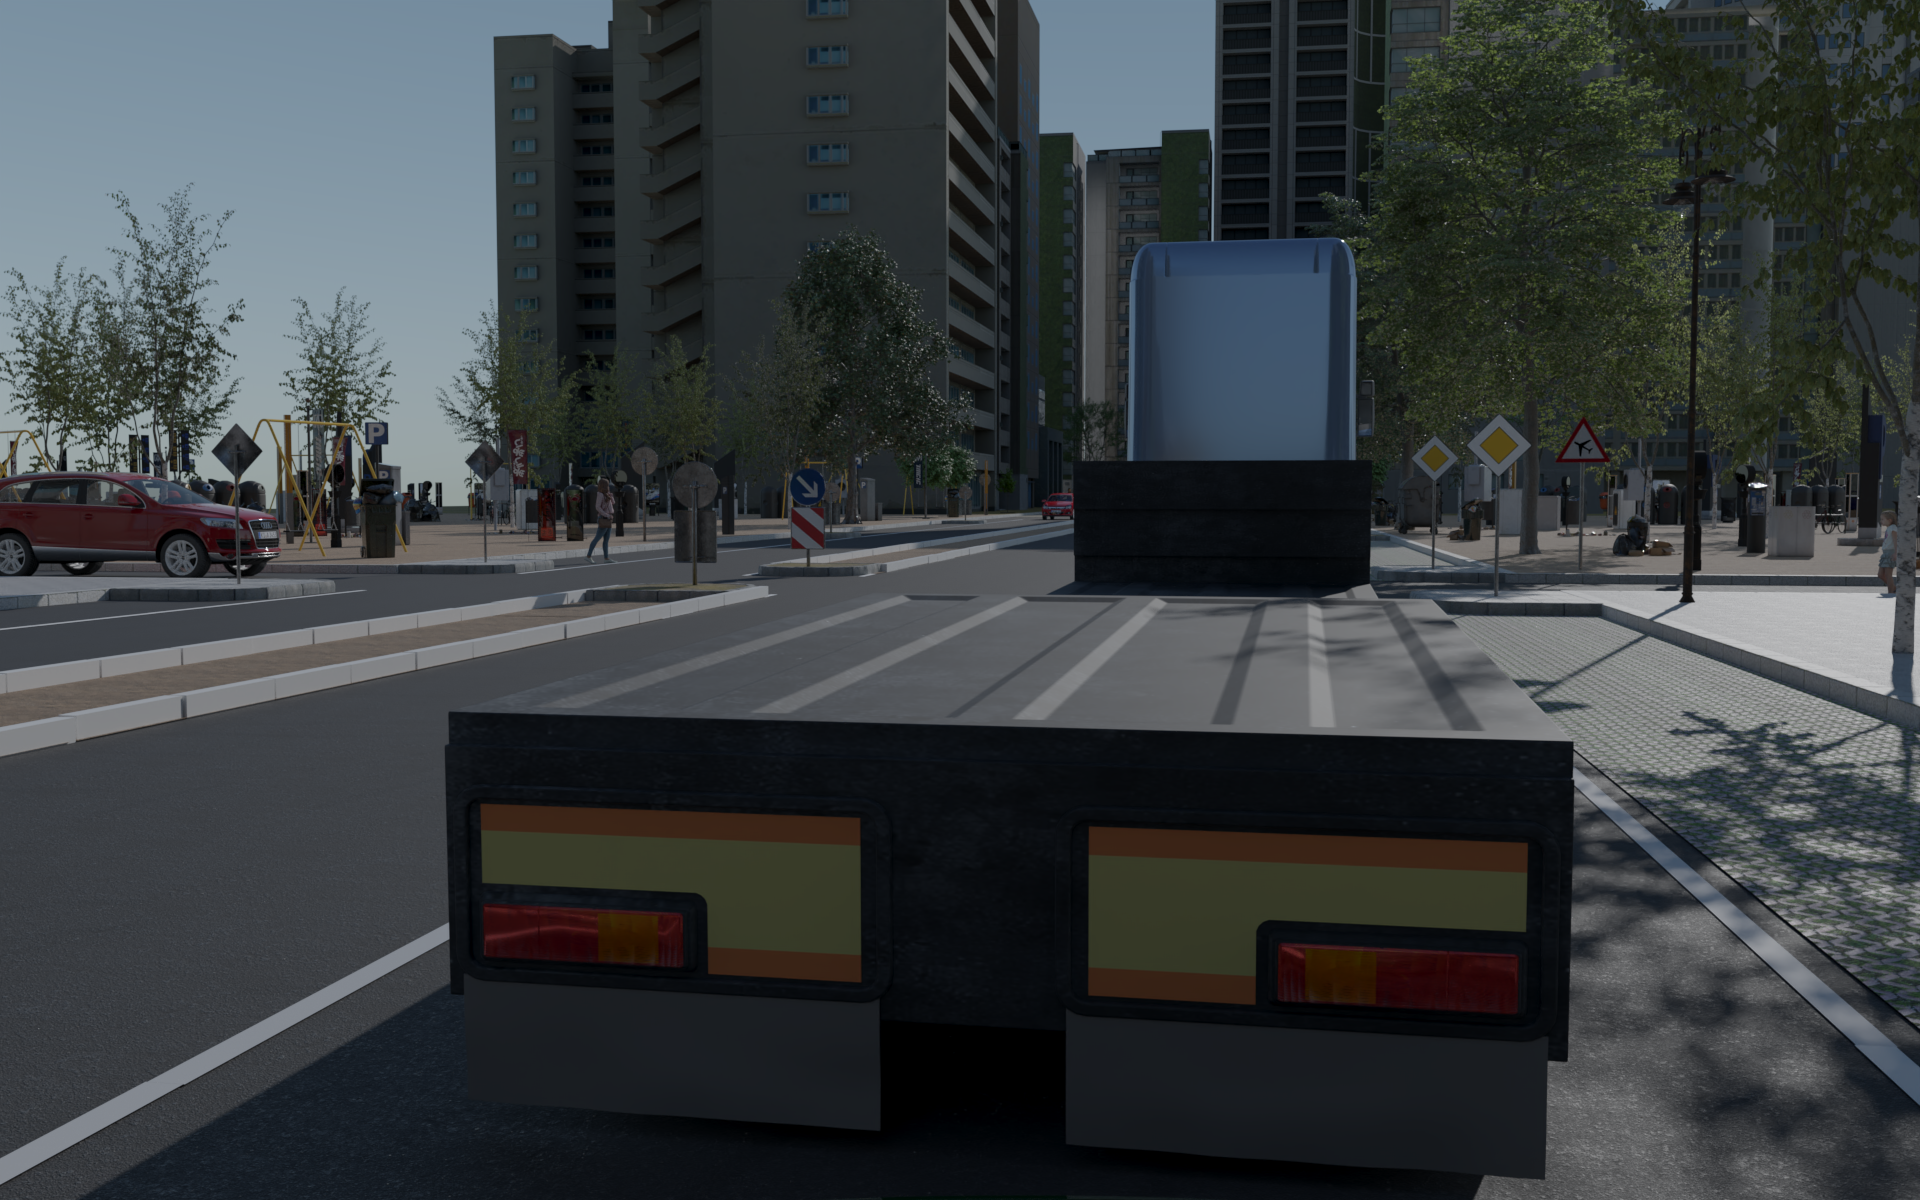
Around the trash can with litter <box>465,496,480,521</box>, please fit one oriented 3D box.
[{"bbox_3d":[-23.598,-4.480,84.312,1.678,1.210,2.233,0,4,-1],"label":"trash can with litter"}]

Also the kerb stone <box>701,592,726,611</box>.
[{"bbox_3d":[-3.162,0.034,21.638,0.120,0.150,1.000,1,4,10],"label":"kerb stone"}]

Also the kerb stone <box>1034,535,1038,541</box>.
[{"bbox_3d":[2.173,-1.854,52.506,0.120,0.150,1.000,1,4,10],"label":"kerb stone"}]

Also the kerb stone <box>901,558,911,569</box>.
[{"bbox_3d":[-1.144,-0.676,33.295,0.120,0.150,1.000,1,4,10],"label":"kerb stone"}]

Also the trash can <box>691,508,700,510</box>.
[{"bbox_3d":[-13.091,-4.498,85.188,0.748,1.137,0.748,0,3,0],"label":"trash can"}]

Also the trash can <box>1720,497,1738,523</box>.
[{"bbox_3d":[34.424,-4.033,77.593,0.748,1.137,0.748,0,3,0],"label":"trash can"}]

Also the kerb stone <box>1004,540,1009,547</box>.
[{"bbox_3d":[1.120,-1.482,46.433,0.120,0.150,1.000,1,4,10],"label":"kerb stone"}]

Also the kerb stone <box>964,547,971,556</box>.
[{"bbox_3d":[0.068,-1.107,40.375,0.120,0.150,1.000,1,4,10],"label":"kerb stone"}]

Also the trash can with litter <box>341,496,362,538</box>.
[{"bbox_3d":[-17.658,-2.474,51.505,1.678,1.210,2.233,2,4,35],"label":"trash can with litter"}]

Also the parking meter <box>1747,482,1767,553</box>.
[{"bbox_3d":[17.356,-1.793,37.721,0.372,1.533,0.369,0,3,0],"label":"parking meter"}]

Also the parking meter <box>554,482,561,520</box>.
[{"bbox_3d":[-19.750,-4.850,85.012,0.255,1.863,0.399,-2,4,-27],"label":"parking meter"}]

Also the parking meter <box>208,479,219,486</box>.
[{"bbox_3d":[-27.985,-3.629,65.041,0.399,1.863,0.255,1,4,16],"label":"parking meter"}]

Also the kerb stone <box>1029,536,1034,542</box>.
[{"bbox_3d":[1.991,-1.789,51.495,0.120,0.150,1.000,1,4,10],"label":"kerb stone"}]

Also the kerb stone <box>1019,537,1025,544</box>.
[{"bbox_3d":[1.648,-1.668,49.467,0.120,0.150,1.000,1,4,10],"label":"kerb stone"}]

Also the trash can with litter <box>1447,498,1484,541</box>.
[{"bbox_3d":[13.932,-2.230,47.855,0.624,1.170,1.055,-3,4,-36],"label":"trash can with litter"}]

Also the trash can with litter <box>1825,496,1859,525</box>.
[{"bbox_3d":[36.699,-3.717,71.829,2.233,1.210,1.678,2,4,35],"label":"trash can with litter"}]

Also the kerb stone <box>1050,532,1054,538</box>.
[{"bbox_3d":[2.865,-2.101,56.542,0.120,0.150,1.000,1,4,10],"label":"kerb stone"}]

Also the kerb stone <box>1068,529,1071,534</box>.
[{"bbox_3d":[3.736,-2.410,61.603,0.120,0.150,1.000,1,4,10],"label":"kerb stone"}]

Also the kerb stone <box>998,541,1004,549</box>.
[{"bbox_3d":[0.951,-1.419,45.424,0.120,0.150,1.000,1,4,10],"label":"kerb stone"}]

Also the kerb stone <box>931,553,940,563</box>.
[{"bbox_3d":[-0.620,-0.864,36.328,0.120,0.150,1.000,1,4,10],"label":"kerb stone"}]

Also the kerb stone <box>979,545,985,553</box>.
[{"bbox_3d":[0.424,-1.236,42.400,0.120,0.150,1.000,1,4,10],"label":"kerb stone"}]

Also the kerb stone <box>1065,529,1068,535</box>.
[{"bbox_3d":[3.570,-2.340,60.595,0.120,0.150,1.000,1,4,10],"label":"kerb stone"}]

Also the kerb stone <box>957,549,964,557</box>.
[{"bbox_3d":[-0.107,-1.050,39.365,0.120,0.150,1.000,1,4,10],"label":"kerb stone"}]

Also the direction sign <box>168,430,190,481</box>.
[{"bbox_3d":[-27.552,-4.231,61.175,0.379,3.537,0.876,1,4,22],"label":"direction sign"}]

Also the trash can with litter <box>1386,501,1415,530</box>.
[{"bbox_3d":[15.736,-3.055,61.333,0.624,1.170,1.055,-1,4,-14],"label":"trash can with litter"}]

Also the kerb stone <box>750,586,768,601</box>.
[{"bbox_3d":[-2.817,-0.088,23.659,0.120,0.150,1.000,1,4,10],"label":"kerb stone"}]

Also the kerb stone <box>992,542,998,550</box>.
[{"bbox_3d":[0.782,-1.359,44.416,0.120,0.150,1.000,1,4,10],"label":"kerb stone"}]

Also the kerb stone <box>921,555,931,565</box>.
[{"bbox_3d":[-0.802,-0.803,35.322,0.120,0.150,1.000,1,4,10],"label":"kerb stone"}]

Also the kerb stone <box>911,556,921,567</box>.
[{"bbox_3d":[-0.972,-0.741,34.314,0.120,0.150,1.000,1,4,10],"label":"kerb stone"}]

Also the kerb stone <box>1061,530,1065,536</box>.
[{"bbox_3d":[3.400,-2.287,59.586,0.120,0.150,1.000,1,4,10],"label":"kerb stone"}]

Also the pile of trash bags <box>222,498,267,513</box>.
[{"bbox_3d":[-39.355,-5.247,95.536,1.912,1.369,3.447,-1,4,-12],"label":"pile of trash bags"}]

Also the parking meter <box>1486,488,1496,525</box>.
[{"bbox_3d":[21.856,-3.846,71.297,0.372,1.533,0.369,0,3,0],"label":"parking meter"}]

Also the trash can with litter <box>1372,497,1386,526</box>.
[{"bbox_3d":[17.077,-3.578,69.895,1.055,1.170,0.624,-3,5,-43],"label":"trash can with litter"}]

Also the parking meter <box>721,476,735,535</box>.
[{"bbox_3d":[-7.332,-2.997,54.712,0.399,1.863,0.255,3,5,45],"label":"parking meter"}]

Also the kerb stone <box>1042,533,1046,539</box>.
[{"bbox_3d":[2.519,-1.976,54.527,0.120,0.150,1.000,1,4,10],"label":"kerb stone"}]

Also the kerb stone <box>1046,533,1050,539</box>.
[{"bbox_3d":[2.698,-2.039,55.533,0.120,0.150,1.000,1,4,10],"label":"kerb stone"}]

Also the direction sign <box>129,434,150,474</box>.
[{"bbox_3d":[-31.264,-4.529,66.046,0.379,3.537,0.876,2,4,26],"label":"direction sign"}]

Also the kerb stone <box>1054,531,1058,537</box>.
[{"bbox_3d":[3.040,-2.163,57.560,0.120,0.150,1.000,1,4,10],"label":"kerb stone"}]

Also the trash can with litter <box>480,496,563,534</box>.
[{"bbox_3d":[-14.252,-2.763,56.236,2.233,1.210,1.678,-1,4,-21],"label":"trash can with litter"}]

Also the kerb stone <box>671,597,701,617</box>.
[{"bbox_3d":[-3.334,0.096,20.631,0.120,0.150,1.000,1,4,10],"label":"kerb stone"}]

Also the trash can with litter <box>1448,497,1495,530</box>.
[{"bbox_3d":[18.848,-3.173,62.941,1.678,1.210,2.233,-3,5,-42],"label":"trash can with litter"}]

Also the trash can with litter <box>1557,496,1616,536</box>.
[{"bbox_3d":[19.301,-2.580,53.247,2.233,1.210,1.678,-1,4,-10],"label":"trash can with litter"}]

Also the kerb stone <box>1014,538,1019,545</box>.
[{"bbox_3d":[1.462,-1.606,48.451,0.120,0.150,1.000,1,4,10],"label":"kerb stone"}]

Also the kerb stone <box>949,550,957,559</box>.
[{"bbox_3d":[-0.269,-0.988,38.347,0.120,0.150,1.000,1,4,10],"label":"kerb stone"}]

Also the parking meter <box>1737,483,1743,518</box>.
[{"bbox_3d":[41.898,-5.333,92.899,0.399,1.863,0.255,-2,4,-31],"label":"parking meter"}]

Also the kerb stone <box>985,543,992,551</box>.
[{"bbox_3d":[0.597,-1.292,43.407,0.120,0.150,1.000,1,4,10],"label":"kerb stone"}]

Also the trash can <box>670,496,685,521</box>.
[{"bbox_3d":[-13.717,-4.425,84.005,0.748,1.137,0.748,0,3,0],"label":"trash can"}]

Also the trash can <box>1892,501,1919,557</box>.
[{"bbox_3d":[19.503,-1.459,35.504,0.748,1.137,0.748,0,3,0],"label":"trash can"}]

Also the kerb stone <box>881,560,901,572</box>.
[{"bbox_3d":[-1.315,-0.617,32.287,0.120,0.150,1.000,1,4,10],"label":"kerb stone"}]

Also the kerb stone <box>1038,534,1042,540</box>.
[{"bbox_3d":[2.347,-1.913,53.519,0.120,0.150,1.000,1,4,10],"label":"kerb stone"}]

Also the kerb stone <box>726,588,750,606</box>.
[{"bbox_3d":[-2.985,-0.028,22.651,0.120,0.150,1.000,1,4,10],"label":"kerb stone"}]

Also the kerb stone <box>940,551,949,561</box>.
[{"bbox_3d":[-0.441,-0.918,37.339,0.120,0.150,1.000,1,4,10],"label":"kerb stone"}]

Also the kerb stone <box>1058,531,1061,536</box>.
[{"bbox_3d":[3.222,-2.223,58.580,0.120,0.150,1.000,1,4,10],"label":"kerb stone"}]

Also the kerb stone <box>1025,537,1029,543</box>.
[{"bbox_3d":[1.819,-1.730,50.488,0.120,0.150,1.000,1,4,10],"label":"kerb stone"}]

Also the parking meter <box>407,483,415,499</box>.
[{"bbox_3d":[-29.156,-5.278,92.003,0.255,1.863,0.399,1,4,10],"label":"parking meter"}]

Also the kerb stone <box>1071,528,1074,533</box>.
[{"bbox_3d":[3.917,-2.473,62.626,0.120,0.150,1.000,1,4,10],"label":"kerb stone"}]

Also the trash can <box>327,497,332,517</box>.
[{"bbox_3d":[-35.218,-5.208,96.807,0.748,1.137,0.748,0,3,0],"label":"trash can"}]

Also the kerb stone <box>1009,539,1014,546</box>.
[{"bbox_3d":[1.294,-1.544,47.442,0.120,0.150,1.000,1,4,10],"label":"kerb stone"}]

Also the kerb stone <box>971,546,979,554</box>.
[{"bbox_3d":[0.254,-1.174,41.390,0.120,0.150,1.000,1,4,10],"label":"kerb stone"}]
